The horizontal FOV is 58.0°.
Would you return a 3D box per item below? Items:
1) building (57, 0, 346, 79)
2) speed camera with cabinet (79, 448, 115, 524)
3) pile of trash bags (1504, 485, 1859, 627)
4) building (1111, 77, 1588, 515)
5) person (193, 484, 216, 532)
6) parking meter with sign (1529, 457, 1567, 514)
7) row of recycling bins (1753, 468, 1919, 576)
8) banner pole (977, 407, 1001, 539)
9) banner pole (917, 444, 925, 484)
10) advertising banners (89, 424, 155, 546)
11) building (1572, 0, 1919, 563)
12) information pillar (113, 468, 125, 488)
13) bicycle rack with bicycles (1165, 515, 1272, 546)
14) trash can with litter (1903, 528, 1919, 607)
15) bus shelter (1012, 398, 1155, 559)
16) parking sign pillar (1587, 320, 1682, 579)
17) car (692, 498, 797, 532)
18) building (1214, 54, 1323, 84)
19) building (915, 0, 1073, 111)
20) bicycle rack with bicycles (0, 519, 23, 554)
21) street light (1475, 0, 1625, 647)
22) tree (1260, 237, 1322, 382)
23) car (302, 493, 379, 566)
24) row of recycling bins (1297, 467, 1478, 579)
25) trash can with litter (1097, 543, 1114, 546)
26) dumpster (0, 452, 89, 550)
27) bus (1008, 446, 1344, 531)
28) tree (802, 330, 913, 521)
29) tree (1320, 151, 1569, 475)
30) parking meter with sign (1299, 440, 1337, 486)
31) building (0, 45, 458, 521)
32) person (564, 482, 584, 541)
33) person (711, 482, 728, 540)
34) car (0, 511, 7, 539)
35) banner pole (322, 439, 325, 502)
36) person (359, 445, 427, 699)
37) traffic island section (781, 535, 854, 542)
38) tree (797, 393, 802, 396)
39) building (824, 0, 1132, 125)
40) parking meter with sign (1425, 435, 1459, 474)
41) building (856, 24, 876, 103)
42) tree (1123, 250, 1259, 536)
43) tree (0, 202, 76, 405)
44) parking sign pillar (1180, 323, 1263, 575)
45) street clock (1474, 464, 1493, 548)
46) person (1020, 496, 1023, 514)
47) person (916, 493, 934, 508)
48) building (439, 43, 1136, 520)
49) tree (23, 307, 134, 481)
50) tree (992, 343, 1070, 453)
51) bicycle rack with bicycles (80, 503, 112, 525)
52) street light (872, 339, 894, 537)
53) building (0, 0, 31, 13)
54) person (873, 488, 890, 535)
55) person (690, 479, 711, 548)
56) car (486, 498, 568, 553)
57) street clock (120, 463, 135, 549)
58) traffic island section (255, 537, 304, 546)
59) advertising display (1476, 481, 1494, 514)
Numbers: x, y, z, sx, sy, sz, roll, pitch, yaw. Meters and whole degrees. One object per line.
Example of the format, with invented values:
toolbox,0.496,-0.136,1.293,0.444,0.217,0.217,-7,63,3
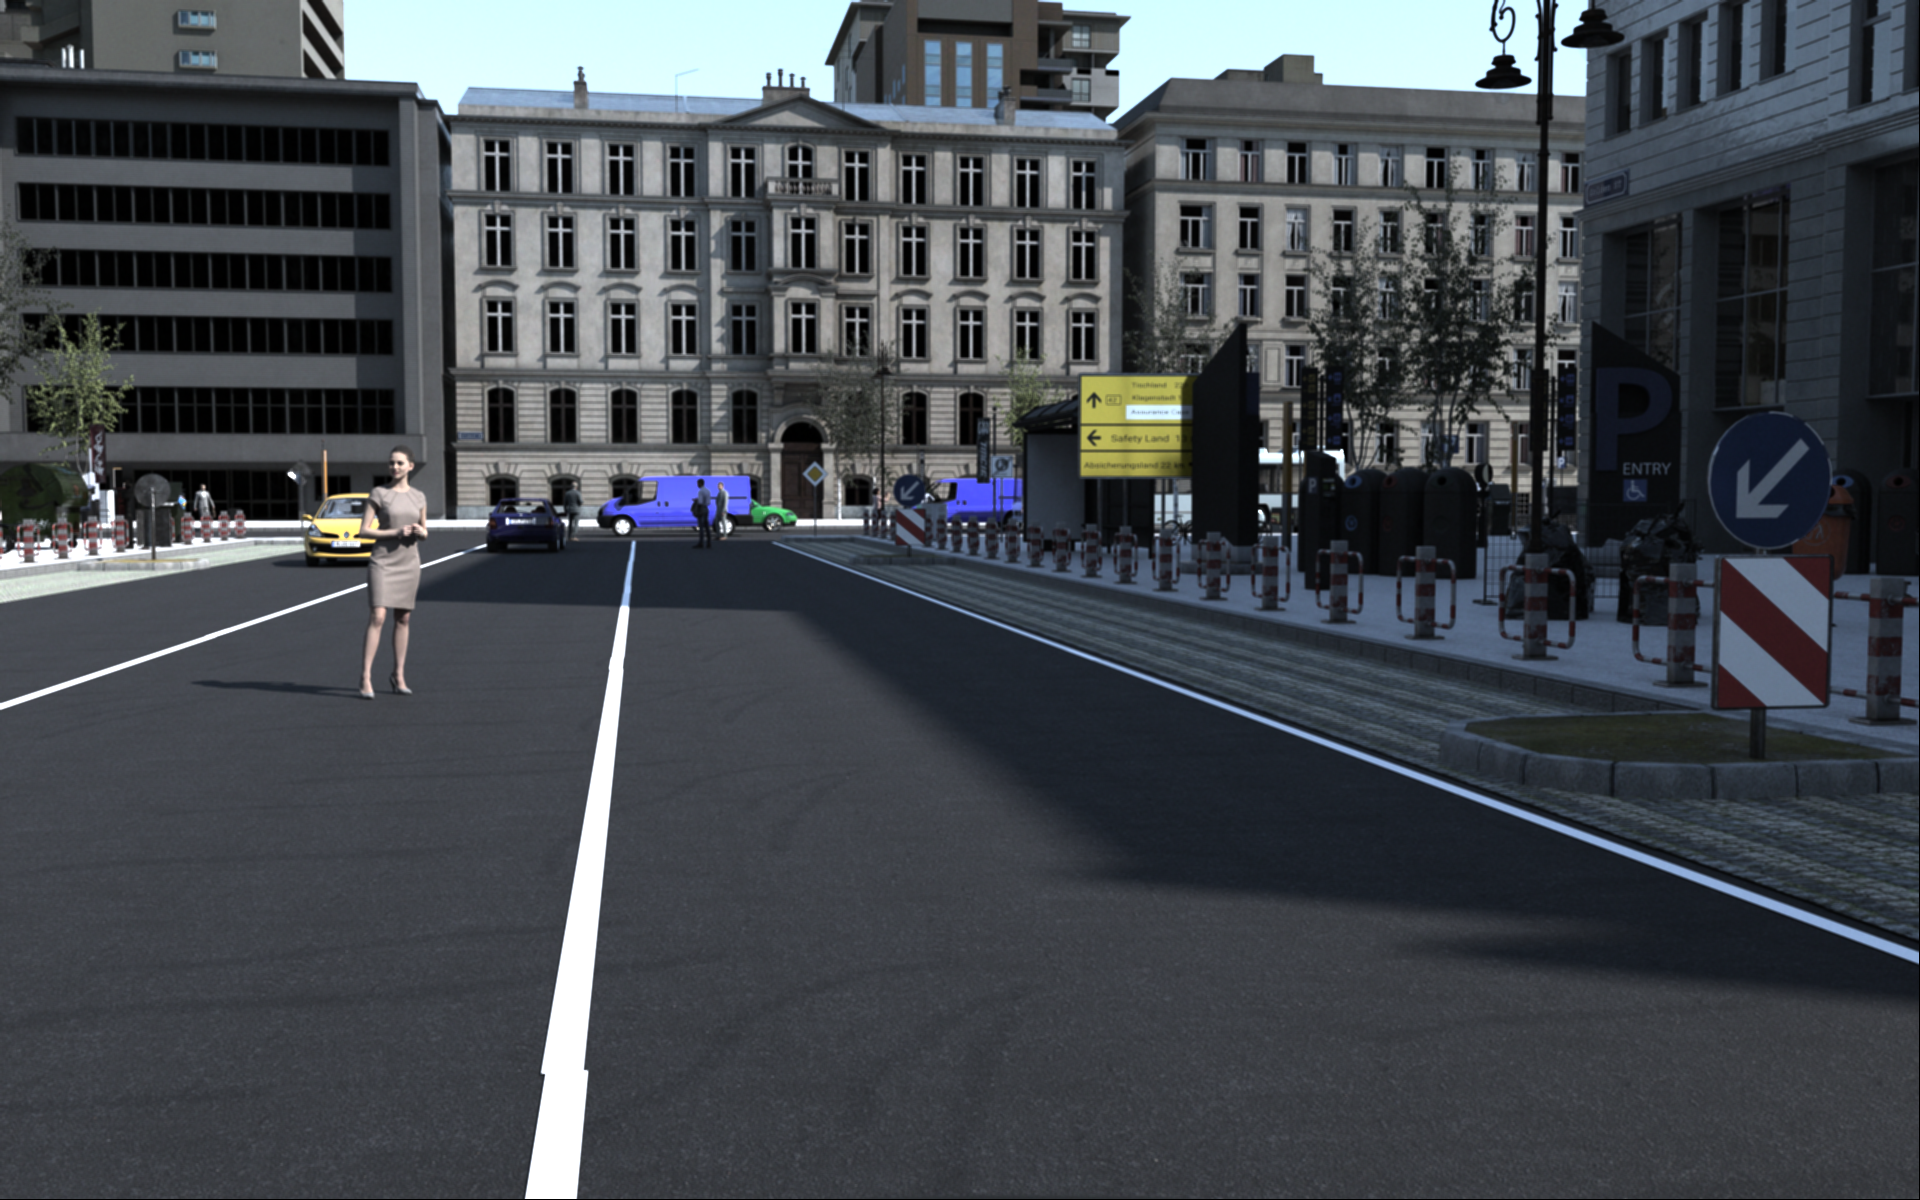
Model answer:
building,-63.329,-31.763,143.019,21.300,48.544,21.600,-1,4,-10
speed camera with cabinet,-37.299,-4.952,75.294,0.660,3.252,2.038,2,4,25
pile of trash bags,7.196,-0.476,17.543,3.447,1.369,1.912,3,5,40
building,22.709,-16.261,99.158,30.059,22.955,16.112,-1,4,-10
person,-28.738,-3.500,65.845,0.853,1.813,0.709,3,5,41
parking meter with sign,27.397,-5.170,80.795,1.738,3.016,0.543,-1,4,-21
row of recycling bins,14.556,-1.256,27.653,3.534,1.692,1.069,3,4,37
banner pole,0.807,-3.660,49.861,0.863,3.779,0.401,3,4,37
banner pole,-1.958,-5.850,85.660,0.401,3.779,0.863,-2,4,-32
advertising banners,-20.728,-2.853,42.838,2.074,3.025,0.090,1,4,22
building,22.629,-15.252,26.864,11.434,29.767,29.804,-1,4,-10
information pillar,-23.809,-2.733,49.183,0.304,2.012,0.304,0,4,-7
bicycle rack with bicycles,6.437,-1.806,42.914,2.925,0.926,2.852,0,4,-3
trash can with litter,10.861,-0.502,19.595,1.055,1.170,0.624,3,5,40
bus shelter,2.640,-2.597,36.384,2.014,3.302,5.546,-1,4,-10
parking sign pillar,10.409,-2.340,26.732,1.447,3.967,1.447,1,4,16
car,-8.614,-3.527,66.470,4.718,1.807,1.959,-1,4,-11
building,31.034,-34.968,195.422,21.600,48.544,21.300,-1,4,-10
building,1.132,-30.626,150.846,14.600,45.320,14.200,-1,4,-10
bicycle rack with bicycles,-21.552,-1.478,37.542,2.925,0.926,2.852,1,4,19
street light,4.794,-2.538,14.291,0.468,5.910,1.993,-1,4,-10
tree,10.710,-5.837,45.796,4.360,8.622,3.978,0,3,0
car,-12.377,-1.555,35.643,2.015,1.641,3.980,-1,4,-12
row of recycling bins,6.761,-1.251,27.562,1.069,1.692,3.534,-2,4,-33
trash can with litter,3.435,-1.899,42.440,0.624,1.170,1.055,1,4,18
dumpster,-21.370,-2.312,40.301,1.502,2.255,1.985,-1,4,-10
bus,7.829,-4.332,65.687,13.247,3.499,2.948,-1,4,-10
tree,-3.941,-7.747,77.031,4.360,8.622,3.978,0,3,0
tree,10.965,-5.378,38.298,4.360,8.622,3.978,0,3,0
parking meter with sign,11.783,-3.637,55.718,1.738,3.016,0.543,1,4,15
building,-40.830,-16.346,86.317,30.058,24.678,14.314,-1,4,-10
person,-11.808,-2.718,53.123,0.661,1.801,0.590,1,4,14
person,-7.425,-2.772,53.922,0.391,1.810,0.635,-3,5,-41
car,-30.384,-2.453,52.462,4.827,1.381,2.083,-1,4,-11
banner pole,-29.118,-5.461,79.307,0.401,3.779,0.863,-1,4,-18
person,-4.026,-0.214,12.333,0.599,1.781,0.374,-3,5,-43
traffic island section,-4.357,-1.843,52.417,2.009,0.180,2.903,-1,4,-10
tree,-5.541,-8.091,82.651,4.360,8.622,3.978,0,3,0
building,1.257,-36.522,186.372,28.713,52.752,27.495,-1,4,-10
parking meter with sign,14.290,-3.403,51.892,0.543,3.016,1.738,-1,4,-9
building,-2.103,-31.471,164.663,14.600,45.320,14.200,-1,4,-10
tree,6.630,-6.225,52.146,4.360,8.622,3.978,0,3,0
tree,-24.366,-5.667,43.016,4.360,8.622,3.978,0,3,0
parking sign pillar,4.293,-2.420,28.032,1.447,3.967,1.447,-2,4,-27
street clock,12.505,-2.253,41.406,0.471,2.002,0.358,-3,5,-43
person,2.499,-3.149,60.664,0.598,1.740,0.731,2,4,27
person,-1.318,-3.169,61.041,0.841,1.734,0.376,0,4,3
building,-8.985,-16.715,92.375,34.723,24.649,14.460,-1,4,-10
tree,-34.757,-7.219,68.391,4.737,8.622,4.395,0,3,0
tree,3.461,-8.198,84.393,4.737,8.622,4.395,0,3,0
bicycle rack with bicycles,-36.986,-3.631,72.743,2.852,0.926,2.925,-3,5,-42
street light,-2.321,-4.843,51.975,0.468,5.910,1.993,-1,4,-10
building,-116.578,-48.847,236.894,20.611,71.187,20.563,-1,4,-10
person,-2.635,-2.930,57.860,0.566,1.644,0.517,0,4,-3
person,-6.917,-2.294,45.875,0.599,1.838,0.709,1,4,21
car,-10.940,-1.908,43.770,1.945,1.354,3.894,-1,4,-10
street clock,-19.402,-2.192,40.402,0.358,2.002,0.471,-2,4,-27
traffic island section,-18.905,-1.680,49.746,2.009,0.180,2.903,-1,4,-10
advertising display,26.389,-5.014,87.200,0.974,1.923,0.123,2,4,35
